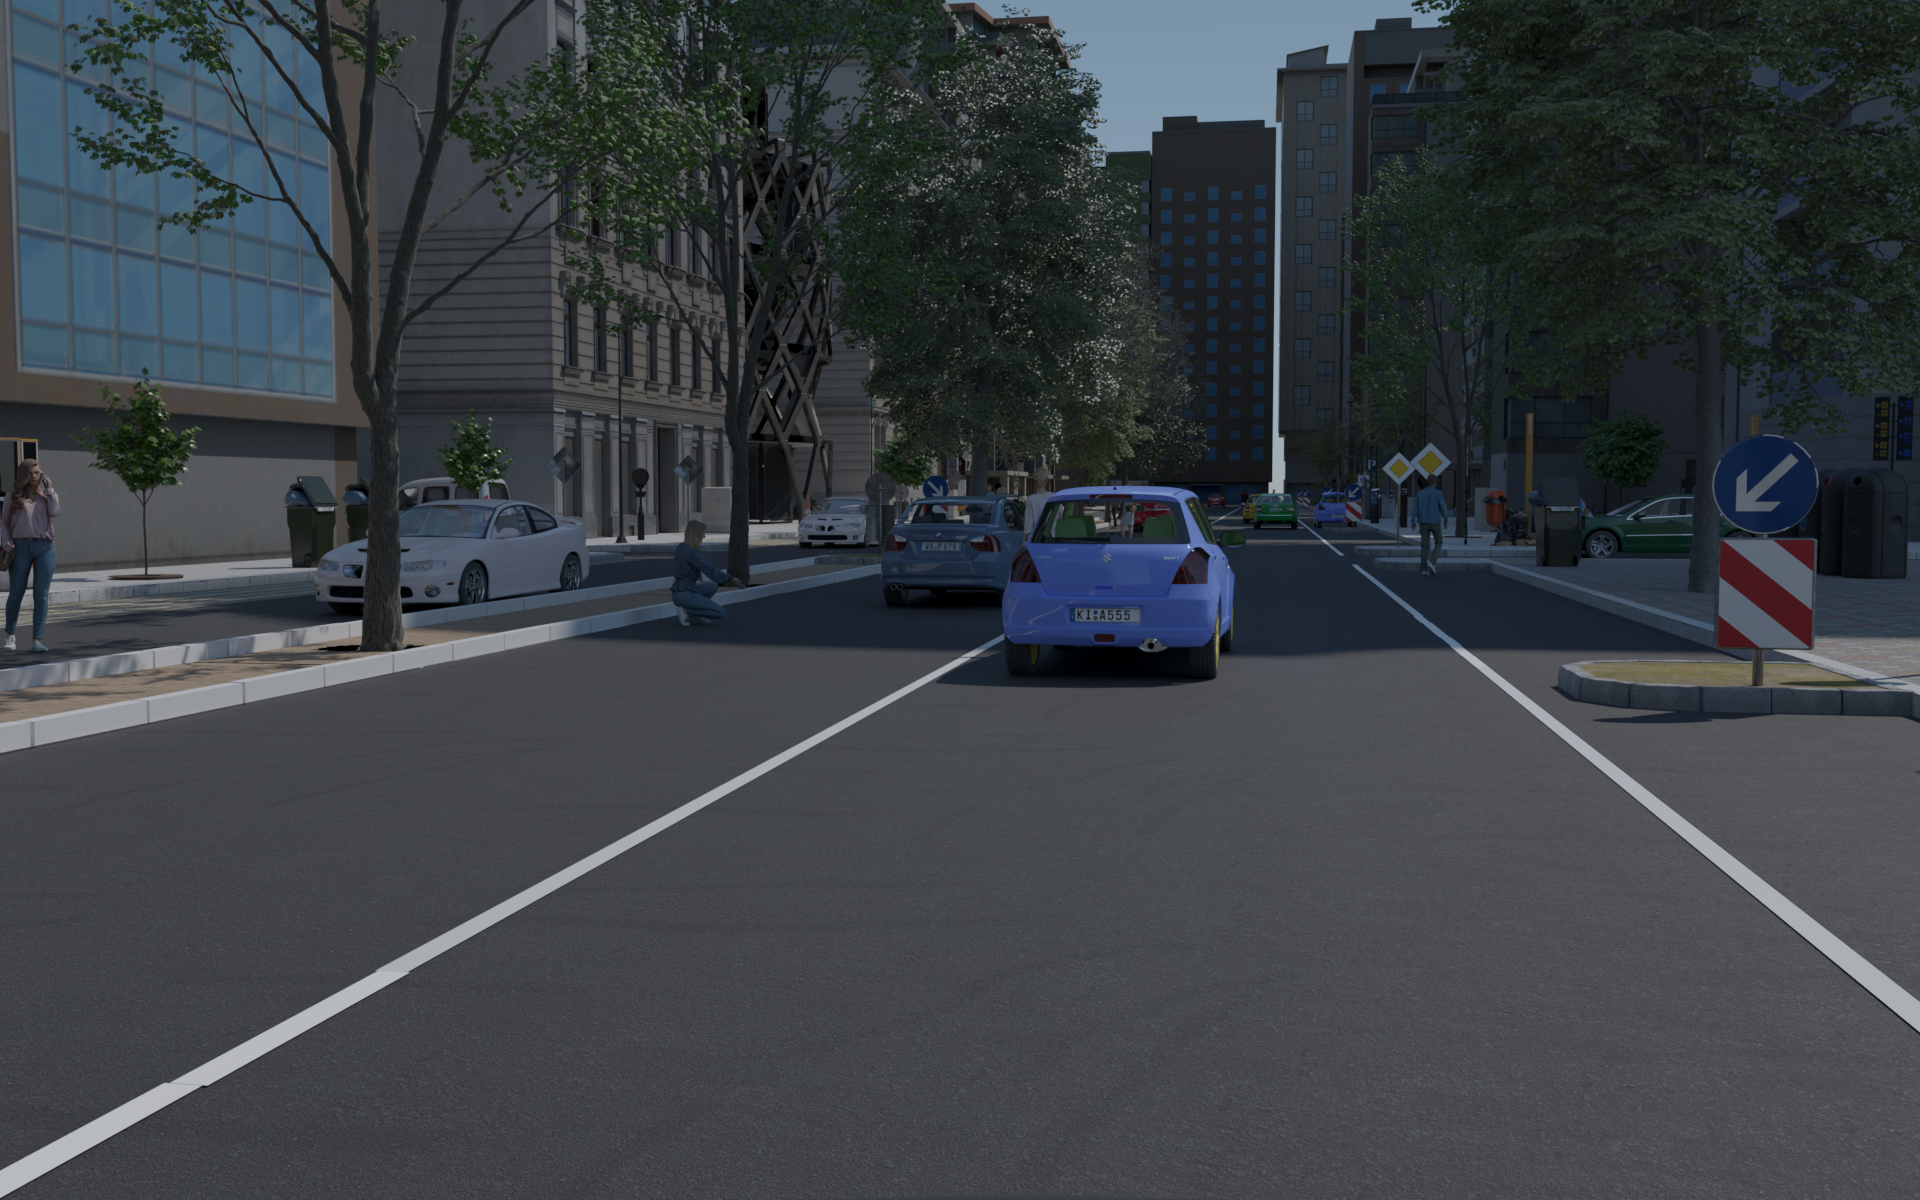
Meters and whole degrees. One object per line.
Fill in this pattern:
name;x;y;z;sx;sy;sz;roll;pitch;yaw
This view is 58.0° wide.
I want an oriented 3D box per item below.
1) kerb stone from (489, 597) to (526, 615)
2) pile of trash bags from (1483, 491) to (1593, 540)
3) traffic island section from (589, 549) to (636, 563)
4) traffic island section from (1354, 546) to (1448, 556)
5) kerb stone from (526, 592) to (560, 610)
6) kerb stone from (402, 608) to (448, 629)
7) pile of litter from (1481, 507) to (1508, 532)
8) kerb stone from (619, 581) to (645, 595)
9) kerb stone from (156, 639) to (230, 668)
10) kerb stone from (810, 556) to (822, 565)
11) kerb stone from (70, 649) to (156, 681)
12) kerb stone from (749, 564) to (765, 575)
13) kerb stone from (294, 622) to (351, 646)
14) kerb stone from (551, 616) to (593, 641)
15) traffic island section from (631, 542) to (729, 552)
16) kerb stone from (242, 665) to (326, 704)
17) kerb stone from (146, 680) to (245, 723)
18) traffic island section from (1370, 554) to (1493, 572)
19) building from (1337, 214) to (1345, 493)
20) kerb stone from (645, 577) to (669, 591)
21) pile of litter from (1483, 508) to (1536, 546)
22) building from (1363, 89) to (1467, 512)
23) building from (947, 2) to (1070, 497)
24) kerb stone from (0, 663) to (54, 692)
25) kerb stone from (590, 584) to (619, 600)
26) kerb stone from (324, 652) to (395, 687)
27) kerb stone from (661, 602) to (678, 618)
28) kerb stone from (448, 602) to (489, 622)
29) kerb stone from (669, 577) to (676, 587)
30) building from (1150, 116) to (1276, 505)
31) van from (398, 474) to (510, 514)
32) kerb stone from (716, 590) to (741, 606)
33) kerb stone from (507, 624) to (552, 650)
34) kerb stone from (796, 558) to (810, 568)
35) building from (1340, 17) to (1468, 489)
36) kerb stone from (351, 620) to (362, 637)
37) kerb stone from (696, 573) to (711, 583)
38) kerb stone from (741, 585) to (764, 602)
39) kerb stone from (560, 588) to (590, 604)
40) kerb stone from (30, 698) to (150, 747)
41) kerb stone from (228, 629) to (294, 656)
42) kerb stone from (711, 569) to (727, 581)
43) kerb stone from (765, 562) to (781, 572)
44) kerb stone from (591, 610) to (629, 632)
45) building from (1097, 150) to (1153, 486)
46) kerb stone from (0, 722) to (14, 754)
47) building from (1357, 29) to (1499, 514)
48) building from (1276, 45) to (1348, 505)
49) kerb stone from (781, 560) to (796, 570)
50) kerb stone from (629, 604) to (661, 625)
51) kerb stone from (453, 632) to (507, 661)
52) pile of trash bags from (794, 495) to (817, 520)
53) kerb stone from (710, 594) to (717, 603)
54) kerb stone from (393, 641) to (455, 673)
kerb stone;-5.499;0.088;20.750;0.120;0.150;1.000;1;4;10
pile of trash bags;15.267;-2.221;46.058;3.447;1.369;1.912;-2;4;-29
traffic island section;-8.378;-0.876;36.599;2.009;0.180;2.903;1;4;10
traffic island section;10.481;-1.169;41.387;2.009;0.180;2.903;1;4;10
kerb stone;-5.315;0.027;21.755;0.120;0.150;1.000;1;4;10
kerb stone;-5.852;0.212;18.726;0.120;0.150;1.000;1;4;10
pile of litter;18.392;-2.719;58.417;1.719;0.858;1.176;2;4;25
kerb stone;-4.779;-0.158;24.778;0.120;0.150;1.000;1;4;10
kerb stone;-6.562;0.460;14.682;0.120;0.150;1.000;1;4;10
kerb stone;-3.008;-0.772;34.872;0.120;0.150;1.000;1;4;10
kerb stone;-6.744;0.523;13.676;0.120;0.150;1.000;1;4;10
kerb stone;-3.718;-0.523;30.828;0.120;0.150;1.000;1;4;10
kerb stone;-6.210;0.336;16.698;0.120;0.150;1.000;1;4;10
kerb stone;-3.958;0.297;17.369;0.120;0.150;1.000;1;4;10
traffic island section;-6.990;-1.357;44.463;2.009;0.180;2.903;1;4;10
kerb stone;-4.847;0.604;12.315;0.120;0.150;1.000;1;4;10
kerb stone;-5.030;0.671;11.308;0.120;0.150;1.000;1;4;10
traffic island section;9.094;-0.688;33.523;2.009;0.180;2.903;1;4;10
building;46.194;-24.897;178.773;14.160;30.474;14.107;1;4;10
kerb stone;-4.600;-0.220;25.789;0.120;0.150;1.000;1;4;10
pile of litter;13.969;-1.766;42.839;1.719;0.858;1.176;1;4;11
building;36.916;-21.754;127.374;14.160;30.474;14.107;1;4;10
building;-1.773;-30.864;159.244;22.147;44.769;28.867;1;4;10
kerb stone;-6.921;0.583;12.670;0.120;0.150;1.000;1;4;10
kerb stone;-4.956;-0.096;23.771;0.120;0.150;1.000;1;4;10
kerb stone;-4.672;0.542;13.328;0.120;0.150;1.000;1;4;10
kerb stone;-3.420;0.113;20.388;0.120;0.150;1.000;1;4;10
kerb stone;-5.672;0.151;19.736;0.120;0.150;1.000;1;4;10
kerb stone;-4.421;-0.281;26.795;0.120;0.150;1.000;1;4;10
building;30.474;-34.111;207.818;14.200;45.320;14.600;1;4;10
van;-13.068;-2.157;42.282;4.112;2.044;2.013;1;4;8
kerb stone;-3.076;-0.013;22.408;0.120;0.150;1.000;1;4;10
kerb stone;-4.139;0.358;16.358;0.120;0.150;1.000;1;4;10
kerb stone;-3.173;-0.714;33.863;0.120;0.150;1.000;1;4;10
building;43.850;-31.453;164.364;14.600;45.320;14.200;1;4;10
kerb stone;-6.035;0.279;17.721;0.120;0.150;1.000;1;4;10
kerb stone;-4.250;-0.343;27.802;0.120;0.150;1.000;1;4;10
kerb stone;-2.890;-0.069;23.413;0.120;0.150;1.000;1;4;10
kerb stone;-5.141;-0.035;22.762;0.120;0.150;1.000;1;4;10
kerb stone;-5.208;0.732;10.301;0.120;0.150;1.000;1;4;10
kerb stone;-6.385;0.398;15.688;0.120;0.150;1.000;1;4;10
kerb stone;-4.066;-0.404;28.808;0.120;0.150;1.000;1;4;10
kerb stone;-3.533;-0.590;31.837;0.120;0.150;1.000;1;4;10
kerb stone;-3.775;0.235;18.375;0.120;0.150;1.000;1;4;10
building;16.497;-32.203;210.112;14.086;41.232;14.154;1;4;10
kerb stone;-5.391;0.793;9.290;0.120;0.150;1.000;1;4;10
building;49.838;-27.659;144.113;32.217;40.220;23.993;1;4;10
building;52.245;-38.029;211.006;27.495;52.752;28.713;1;4;10
kerb stone;-3.353;-0.652;32.852;0.120;0.150;1.000;1;4;10
kerb stone;-3.601;0.173;19.382;0.120;0.150;1.000;1;4;10
kerb stone;-4.314;0.419;15.349;0.120;0.150;1.000;1;4;10
pile of trash bags;-7.907;-4.596;84.903;1.912;1.369;3.447;-1;4;-21
kerb stone;-3.252;0.049;21.401;0.120;0.150;1.000;1;4;10
kerb stone;-4.493;0.480;14.342;0.120;0.150;1.000;1;4;10
